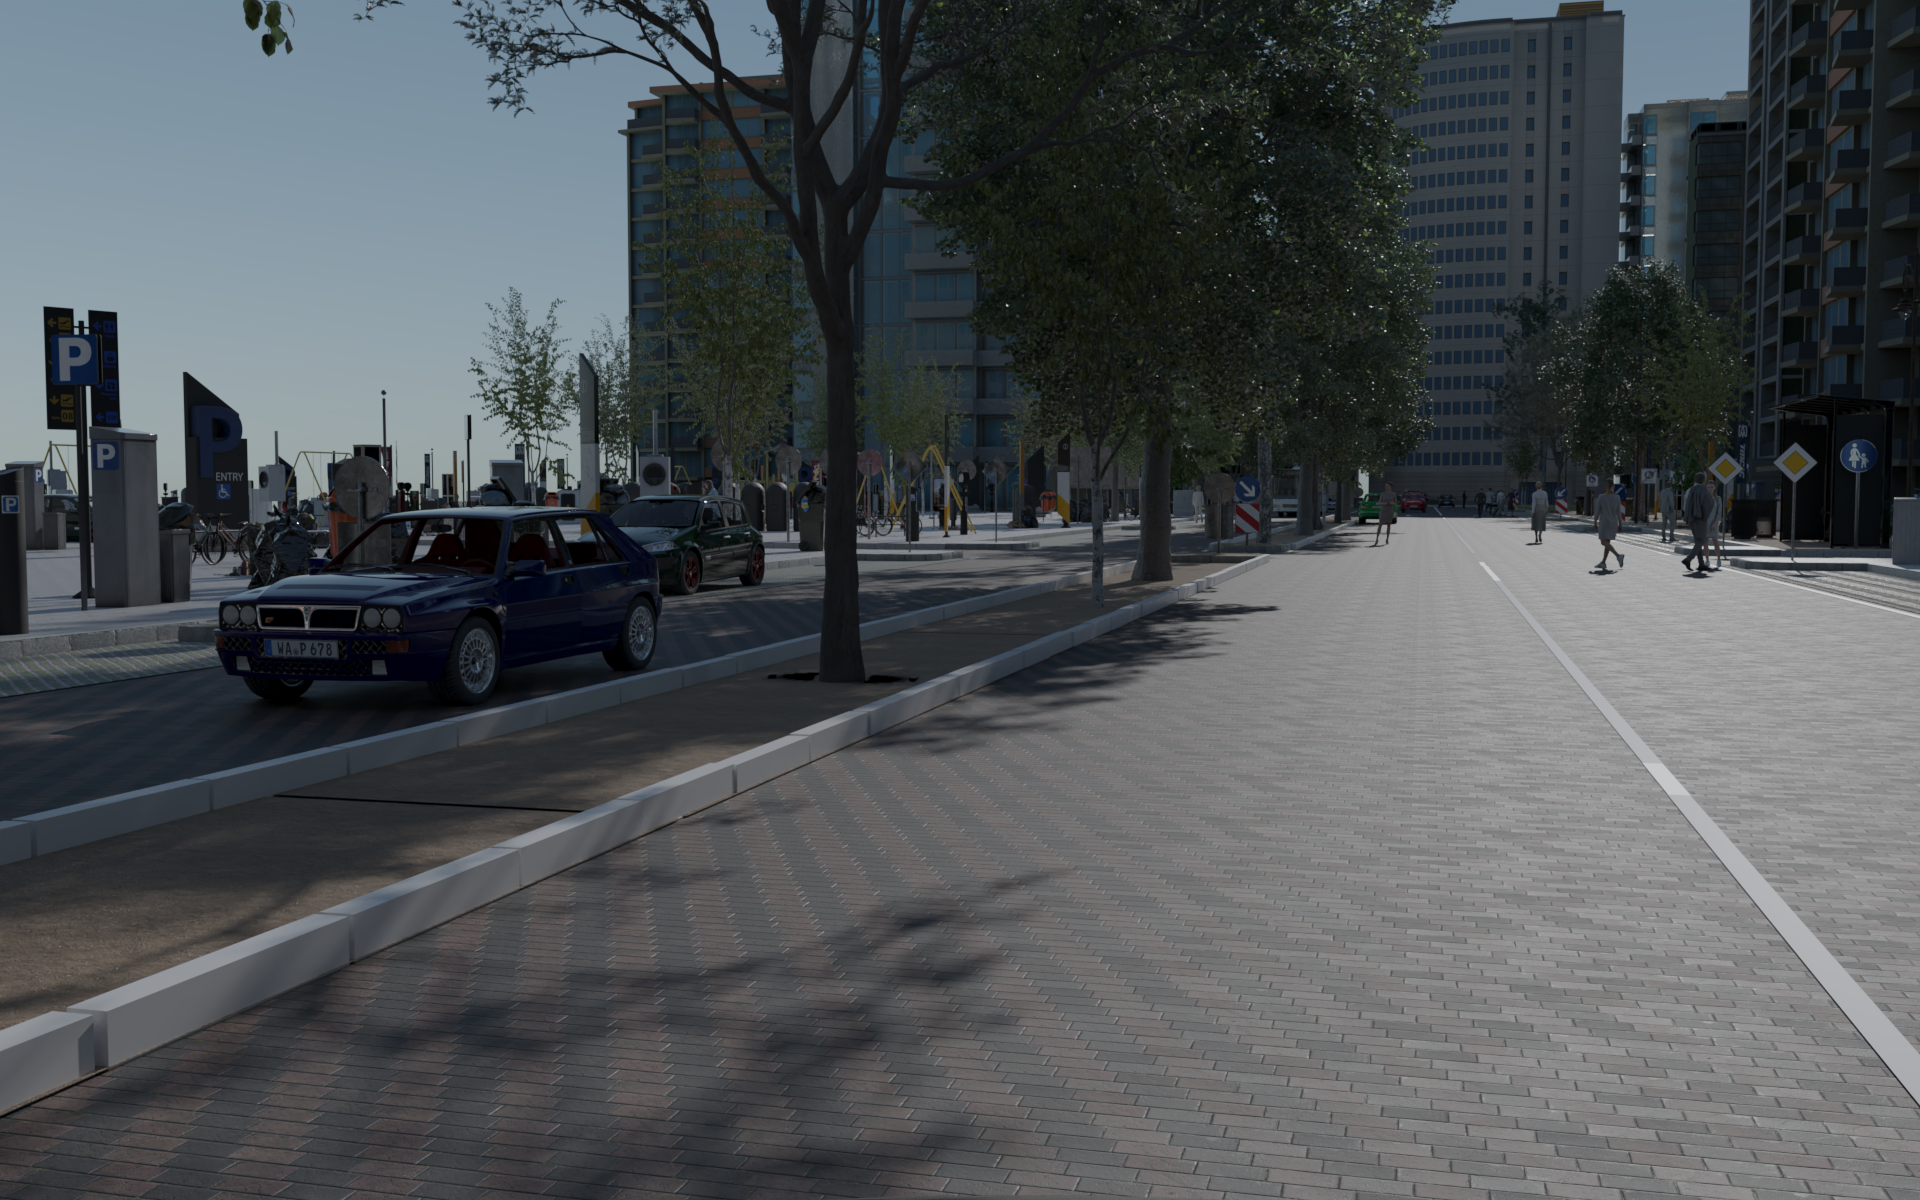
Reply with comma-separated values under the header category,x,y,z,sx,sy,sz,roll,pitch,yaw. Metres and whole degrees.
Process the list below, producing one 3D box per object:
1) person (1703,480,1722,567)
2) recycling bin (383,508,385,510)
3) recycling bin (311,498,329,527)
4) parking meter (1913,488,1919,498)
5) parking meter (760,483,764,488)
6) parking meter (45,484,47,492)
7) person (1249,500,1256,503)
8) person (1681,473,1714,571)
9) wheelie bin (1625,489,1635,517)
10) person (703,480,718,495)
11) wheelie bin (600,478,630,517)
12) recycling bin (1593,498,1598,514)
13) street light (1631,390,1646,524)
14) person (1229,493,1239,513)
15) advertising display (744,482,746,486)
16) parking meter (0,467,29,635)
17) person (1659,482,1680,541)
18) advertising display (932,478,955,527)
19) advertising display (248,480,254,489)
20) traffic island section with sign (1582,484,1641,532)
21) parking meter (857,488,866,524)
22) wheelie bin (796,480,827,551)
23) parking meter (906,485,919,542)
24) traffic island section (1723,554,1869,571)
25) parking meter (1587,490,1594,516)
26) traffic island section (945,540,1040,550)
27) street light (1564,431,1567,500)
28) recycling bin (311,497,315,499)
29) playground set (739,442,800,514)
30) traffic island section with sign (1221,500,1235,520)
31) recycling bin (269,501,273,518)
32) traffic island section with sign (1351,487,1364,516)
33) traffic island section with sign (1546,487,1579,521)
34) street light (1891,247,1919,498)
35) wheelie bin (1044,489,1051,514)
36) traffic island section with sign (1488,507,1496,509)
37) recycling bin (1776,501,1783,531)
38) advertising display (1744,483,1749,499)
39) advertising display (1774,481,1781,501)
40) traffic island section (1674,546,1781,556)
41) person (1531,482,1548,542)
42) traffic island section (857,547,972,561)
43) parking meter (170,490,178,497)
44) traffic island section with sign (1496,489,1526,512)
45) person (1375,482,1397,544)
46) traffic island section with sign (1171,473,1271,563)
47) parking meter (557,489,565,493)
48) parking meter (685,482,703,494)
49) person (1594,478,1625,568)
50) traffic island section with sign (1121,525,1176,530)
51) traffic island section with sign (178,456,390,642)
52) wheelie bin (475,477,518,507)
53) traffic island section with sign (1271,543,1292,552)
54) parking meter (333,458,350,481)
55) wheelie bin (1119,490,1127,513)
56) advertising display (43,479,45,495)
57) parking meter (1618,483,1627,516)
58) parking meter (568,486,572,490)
category,x,y,z,sx,sy,sz,roll,pitch,yaw
person,14.902,-1.524,34.417,0.512,1.701,0.522,2,4,31
recycling bin,-41.649,-6.810,123.895,0.722,1.027,0.722,3,5,41
recycling bin,-24.572,-3.347,67.273,0.722,1.027,0.722,2,4,34
parking meter,39.642,-3.870,71.683,0.372,1.533,0.369,0,3,0
parking meter,-10.446,-5.185,90.490,0.399,1.863,0.255,2,4,25
parking meter,-52.253,-5.690,98.747,0.399,1.863,0.255,1,4,22
person,15.039,-4.929,89.435,0.694,1.780,0.624,-1,4,-16
person,13.785,-1.450,32.313,0.850,1.850,0.679,-2,4,-26
wheelie bin,37.992,-5.554,98.718,0.980,1.594,0.693,1,4,13
person,-6.312,-2.169,44.221,0.793,1.790,0.793,1,4,19
wheelie bin,-6.924,-1.604,34.129,0.693,1.594,0.980,2,4,33
recycling bin,40.997,-6.051,111.495,0.722,1.027,0.722,1,4,9
street light,29.434,-6.265,75.214,0.468,5.910,1.993,1,4,15
person,13.487,-4.665,84.876,0.850,1.850,0.679,2,4,35
advertising display,-11.453,-5.401,93.523,0.123,1.923,0.974,0,4,8
parking meter,-8.755,-0.455,15.849,0.372,1.533,0.369,0,3,0
person,21.571,-2.702,52.778,0.391,1.810,0.635,-2,4,-26
advertising display,-0.647,-3.858,68.289,0.974,1.923,0.123,-2,4,-26
advertising display,-33.296,-4.634,80.982,0.974,1.923,0.123,3,5,41
traffic island section with sign,24.889,-3.519,66.171,1.989,1.847,2.006,1,4,15
parking meter,-4.136,-3.916,72.433,0.372,1.533,0.369,0,3,0
wheelie bin,-3.292,-1.903,39.017,0.693,1.594,0.980,0,4,5
parking meter,-1.287,-2.355,46.909,0.372,1.533,0.369,0,3,0
traffic island section,16.156,-0.691,33.582,2.009,0.180,2.903,1,4,15
parking meter,36.731,-5.659,100.933,0.372,1.533,0.369,0,3,0
traffic island section,0.936,-1.445,45.910,2.009,0.180,2.903,1,4,15
street light,39.511,-8.571,112.927,0.468,5.910,1.993,1,4,15
recycling bin,-48.422,-7.204,130.346,0.722,1.027,0.722,-1,4,-9
playground set,-10.247,-6.747,97.095,5.637,4.214,5.302,2,4,26
traffic island section with sign,14.800,-5.368,96.397,1.989,1.847,2.006,1,4,15
recycling bin,-36.635,-4.797,90.992,0.722,1.027,0.722,1,4,13
traffic island section with sign,26.758,-6.624,116.444,2.006,1.907,1.989,1,4,15
traffic island section with sign,31.922,-5.126,92.439,1.989,1.847,2.006,1,4,15
street light,17.930,-3.660,32.621,0.468,5.910,1.993,1,4,15
wheelie bin,5.506,-6.323,111.282,0.980,1.594,0.693,1,4,20
traffic island section with sign,51.546,-9.610,165.755,1.989,1.847,2.006,1,4,15
recycling bin,28.556,-2.890,59.806,0.722,1.027,0.722,-1,4,-19
advertising display,44.766,-5.661,97.765,0.123,1.923,0.974,-3,5,-41
advertising display,42.079,-5.089,88.420,0.974,1.923,0.123,3,5,45
traffic island section,18.220,-1.163,41.297,2.009,0.180,2.903,1,4,15
person,17.104,-2.593,51.118,0.478,1.798,0.641,1,4,21
traffic island section,-1.128,-0.973,38.195,2.009,0.180,2.903,1,4,15
parking meter,-44.208,-5.445,97.442,0.372,1.533,0.369,0,3,0
traffic island section with sign,44.569,-8.018,139.715,1.989,1.847,2.006,1,4,15
person,12.126,-2.475,49.301,0.599,1.781,0.374,1,4,13
traffic island section with sign,5.418,-1.747,36.694,2.006,1.907,1.989,1,4,15
parking meter,-20.065,-4.818,87.183,0.372,1.533,0.369,0,3,0
parking meter,-5.488,-1.675,35.800,0.372,1.533,0.369,0,3,0
person,12.521,-1.472,33.321,0.466,1.731,0.760,-2,4,-30
traffic island section with sign,7.629,-3.729,69.593,1.989,1.847,2.006,1,4,15
traffic island section with sign,-6.341,-0.535,17.374,1.989,1.847,2.006,1,4,15
wheelie bin,-8.421,-1.445,31.527,0.693,1.594,0.980,-2,4,-30
traffic island section with sign,7.342,-2.184,43.847,2.006,1.907,1.989,1,4,15
parking meter,-9.967,-1.372,28.151,0.255,1.863,0.399,1,4,9
wheelie bin,11.110,-6.828,119.543,0.693,1.594,0.980,1,4,17
advertising display,-38.156,-4.039,71.258,0.123,1.923,0.974,3,4,39
parking meter,36.301,-5.459,94.963,0.255,1.863,0.399,-2,4,-32
parking meter,-28.071,-7.280,124.742,0.255,1.863,0.399,0,4,-6
